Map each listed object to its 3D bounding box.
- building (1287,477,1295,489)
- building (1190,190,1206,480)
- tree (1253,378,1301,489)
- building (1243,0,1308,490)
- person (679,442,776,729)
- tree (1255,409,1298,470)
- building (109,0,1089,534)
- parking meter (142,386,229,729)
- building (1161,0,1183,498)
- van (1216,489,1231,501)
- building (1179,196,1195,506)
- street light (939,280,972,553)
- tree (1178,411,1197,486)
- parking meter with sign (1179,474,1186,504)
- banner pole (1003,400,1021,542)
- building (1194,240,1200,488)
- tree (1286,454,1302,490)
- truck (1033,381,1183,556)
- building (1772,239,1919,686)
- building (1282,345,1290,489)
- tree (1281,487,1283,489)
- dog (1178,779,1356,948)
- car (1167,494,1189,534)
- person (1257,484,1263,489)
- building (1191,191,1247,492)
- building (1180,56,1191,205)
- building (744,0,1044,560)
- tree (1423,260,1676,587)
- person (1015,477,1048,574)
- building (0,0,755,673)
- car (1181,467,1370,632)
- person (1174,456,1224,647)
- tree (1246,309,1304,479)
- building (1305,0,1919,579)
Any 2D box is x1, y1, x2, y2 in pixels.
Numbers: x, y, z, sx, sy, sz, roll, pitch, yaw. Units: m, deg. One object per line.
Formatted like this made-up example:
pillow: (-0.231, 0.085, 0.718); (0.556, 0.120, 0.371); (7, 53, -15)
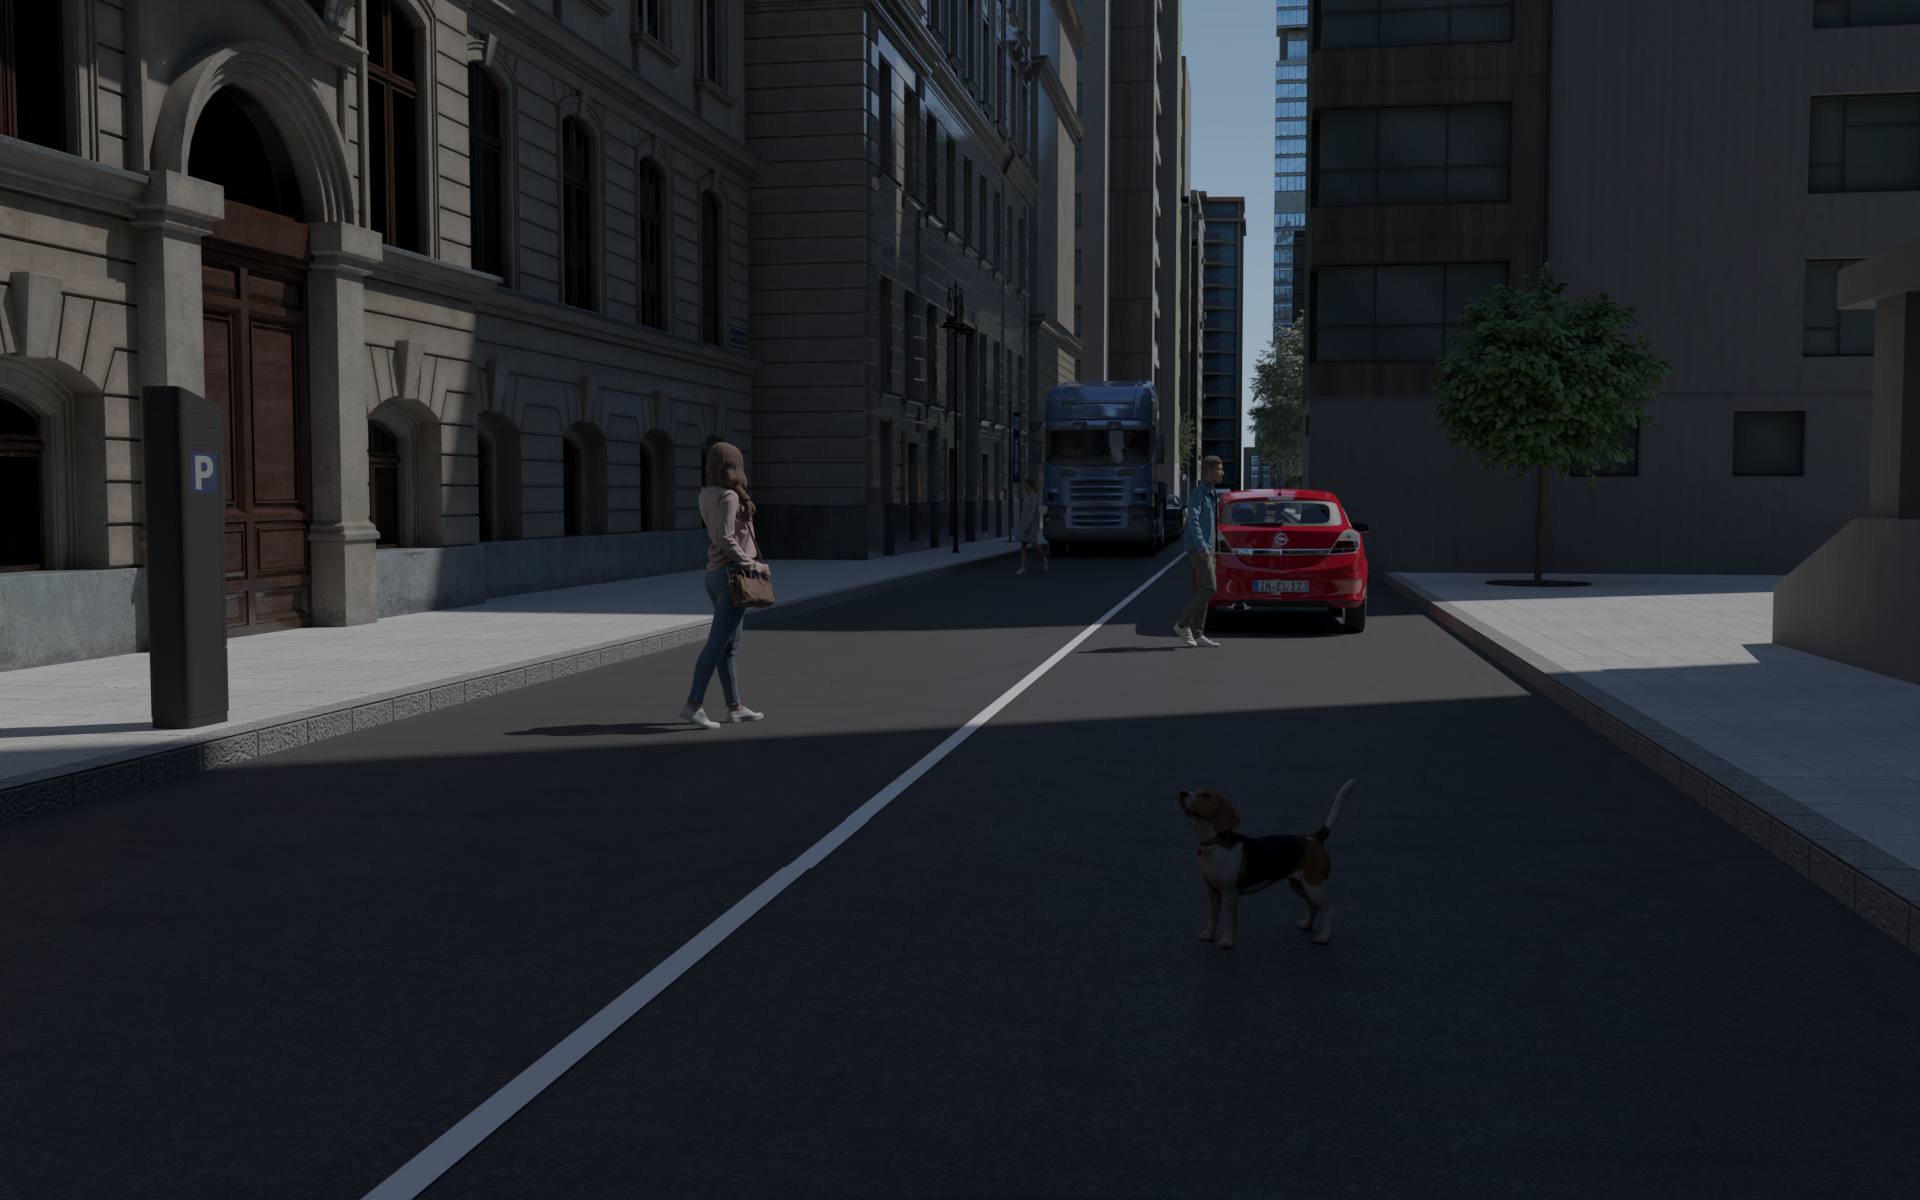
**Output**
building: (48.690, -29.238, 169.918); (32.217, 40.220, 23.993); (1, 4, 10)
building: (18.116, -31.947, 214.220); (23.993, 40.220, 32.217); (1, 4, 10)
tree: (28.169, -13.340, 143.872); (9.928, 11.665, 9.643); (0, 3, 0)
building: (55.821, -56.864, 242.397); (31.000, 86.520, 22.319); (1, 4, 10)
person: (-1.486, -0.100, 10.726); (0.643, 1.750, 0.593); (-2, 4, -29)
tree: (30.351, -13.398, 153.469); (8.767, 10.594, 7.601); (-1, 4, -10)
building: (-12.802, -15.233, 68.147); (34.723, 24.649, 14.460); (1, 4, 10)
parking meter: (-4.279, -0.237, 9.589); (0.255, 1.863, 0.399); (1, 4, 12)
building: (3.697, -24.633, 86.350); (14.154, 41.232, 14.086); (1, 4, 10)
van: (21.331, -8.192, 140.953); (2.013, 2.044, 4.112); (1, 4, 10)
building: (14.248, -23.881, 162.154); (14.160, 30.474, 14.107); (1, 4, 10)
street light: (-0.093, -3.958, 37.505); (0.468, 5.910, 1.993); (1, 4, 10)
tree: (18.264, -12.056, 147.478); (4.737, 8.622, 4.395); (0, 3, 0)
parking meter with sign: (19.236, -9.639, 153.861); (0.543, 3.016, 1.738); (-3, 5, -44)
banner pole: (1.443, -3.441, 46.283); (0.401, 3.779, 0.863); (2, 4, 27)
building: (18.922, -25.591, 190.106); (14.160, 30.474, 14.107); (1, 4, 10)
tree: (24.684, -8.458, 122.007); (4.285, 4.588, 4.351); (0, 3, 0)
truck: (4.479, -3.505, 47.068); (2.967, 4.110, 18.799); (1, 4, 10)
building: (21.699, -19.099, 4.153); (32.217, 40.220, 23.993); (1, 4, 10)
building: (53.575, -22.366, 210.721); (27.650, 21.520, 28.899); (1, 4, 10)
tree: (43.032, -14.336, 228.994); (1.663, 3.219, 1.824); (0, 3, 0)
dog: (0.984, 0.841, 5.540); (0.406, 0.507, 0.540); (2, 4, 31)
car: (7.416, -3.202, 64.155); (2.131, 1.459, 4.920); (1, 4, 10)
person: (11.106, -3.384, 63.932); (0.767, 1.812, 0.694); (1, 4, 13)
building: (26.206, -36.297, 248.074); (28.867, 44.769, 22.147); (1, 4, 10)
building: (16.087, -32.147, 175.720); (14.600, 45.320, 14.200); (1, 4, 10)
building: (-5.291, -15.186, 45.559); (12.463, 27.353, 25.104); (1, 4, 10)
tree: (8.202, -2.487, 24.379); (4.285, 4.588, 4.351); (0, 3, 0)
person: (1.274, -1.340, 31.158); (0.466, 1.731, 0.760); (3, 4, 37)
building: (-11.788, -12.038, 15.906); (14.460, 24.649, 34.723); (1, 4, 10)
car: (3.569, -0.644, 19.564); (2.155, 1.783, 4.494); (1, 4, 9)
person: (2.237, -0.447, 16.158); (0.444, 1.785, 0.601); (2, 4, 29)
tree: (22.947, -12.633, 113.198); (9.857, 13.997, 8.962); (0, 3, 0)
building: (13.816, -15.994, 33.197); (14.160, 30.474, 14.107); (1, 4, 10)
